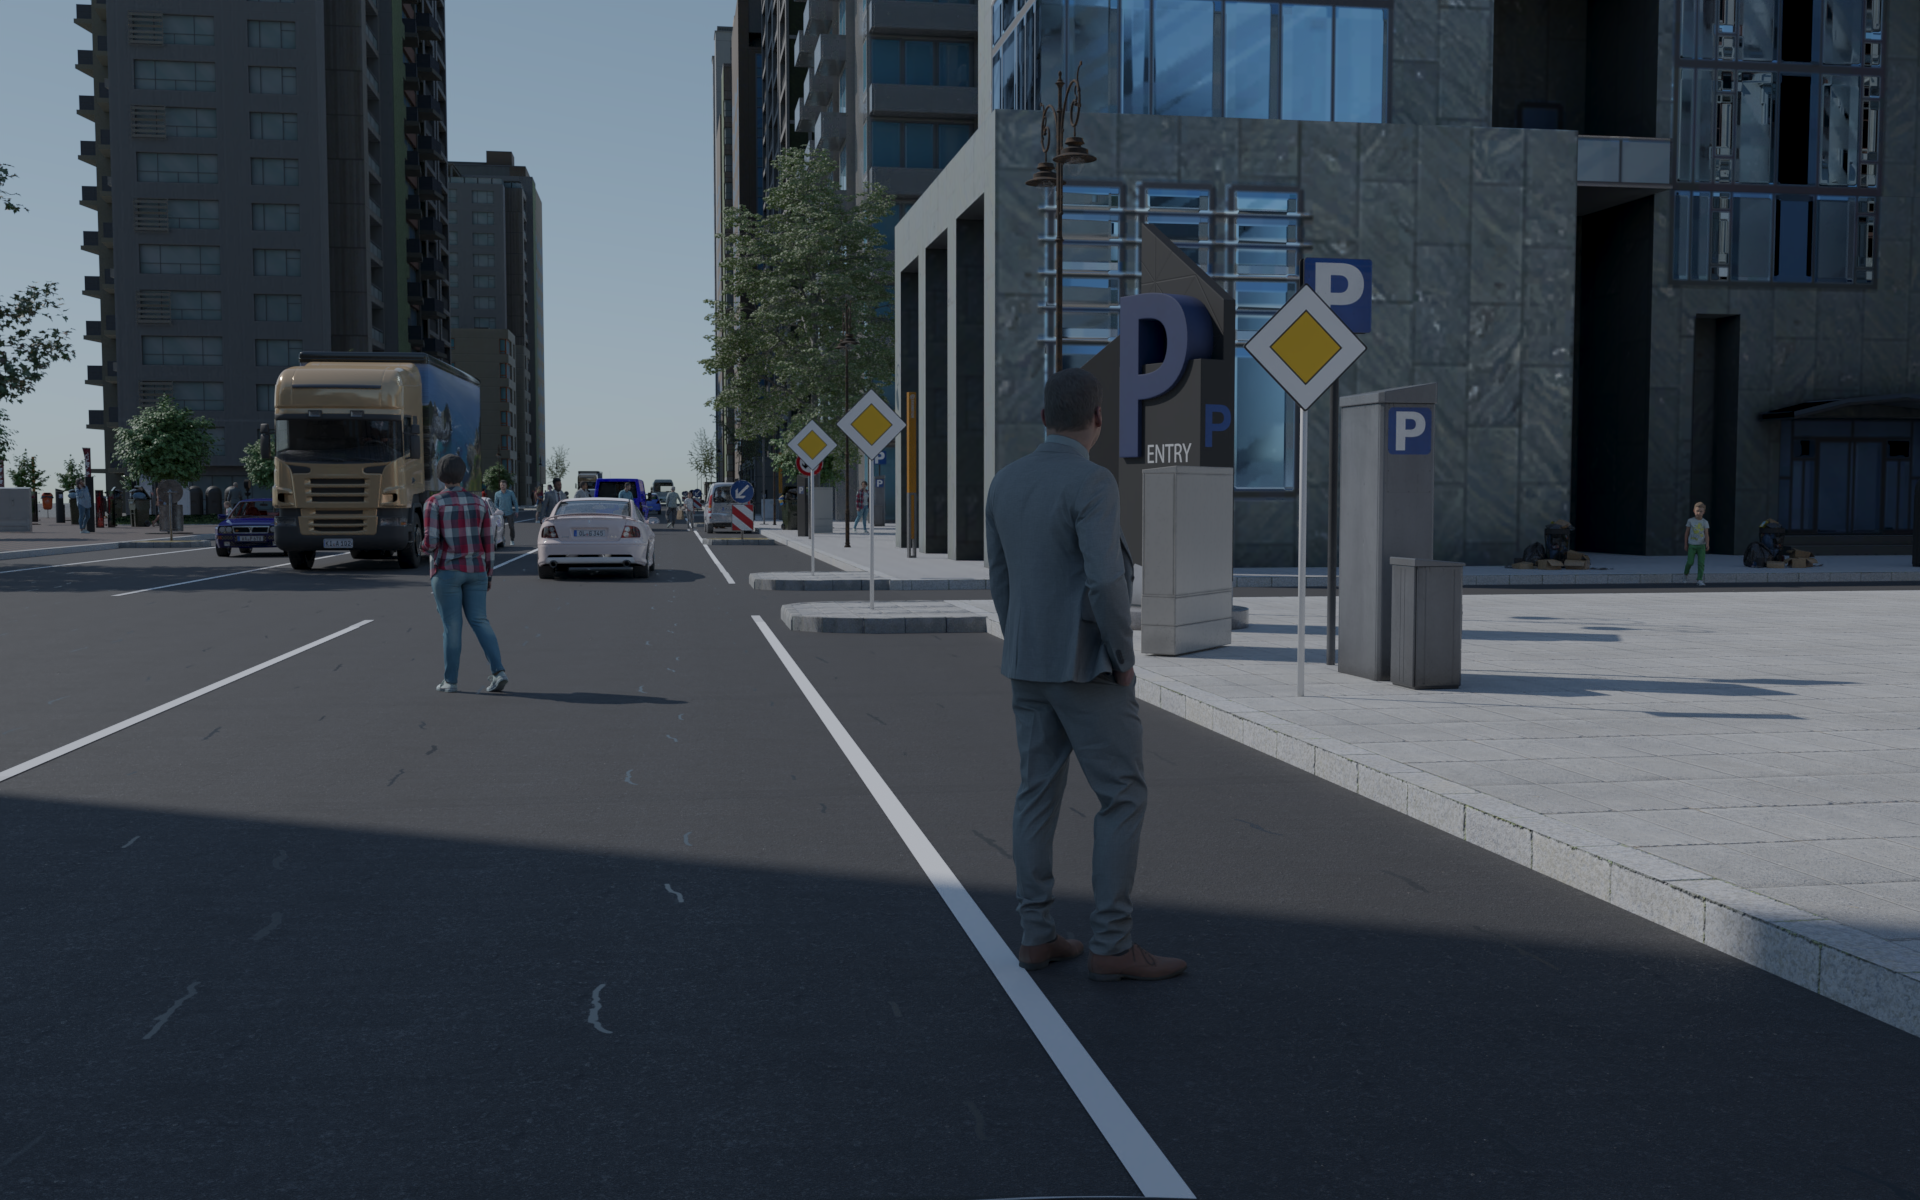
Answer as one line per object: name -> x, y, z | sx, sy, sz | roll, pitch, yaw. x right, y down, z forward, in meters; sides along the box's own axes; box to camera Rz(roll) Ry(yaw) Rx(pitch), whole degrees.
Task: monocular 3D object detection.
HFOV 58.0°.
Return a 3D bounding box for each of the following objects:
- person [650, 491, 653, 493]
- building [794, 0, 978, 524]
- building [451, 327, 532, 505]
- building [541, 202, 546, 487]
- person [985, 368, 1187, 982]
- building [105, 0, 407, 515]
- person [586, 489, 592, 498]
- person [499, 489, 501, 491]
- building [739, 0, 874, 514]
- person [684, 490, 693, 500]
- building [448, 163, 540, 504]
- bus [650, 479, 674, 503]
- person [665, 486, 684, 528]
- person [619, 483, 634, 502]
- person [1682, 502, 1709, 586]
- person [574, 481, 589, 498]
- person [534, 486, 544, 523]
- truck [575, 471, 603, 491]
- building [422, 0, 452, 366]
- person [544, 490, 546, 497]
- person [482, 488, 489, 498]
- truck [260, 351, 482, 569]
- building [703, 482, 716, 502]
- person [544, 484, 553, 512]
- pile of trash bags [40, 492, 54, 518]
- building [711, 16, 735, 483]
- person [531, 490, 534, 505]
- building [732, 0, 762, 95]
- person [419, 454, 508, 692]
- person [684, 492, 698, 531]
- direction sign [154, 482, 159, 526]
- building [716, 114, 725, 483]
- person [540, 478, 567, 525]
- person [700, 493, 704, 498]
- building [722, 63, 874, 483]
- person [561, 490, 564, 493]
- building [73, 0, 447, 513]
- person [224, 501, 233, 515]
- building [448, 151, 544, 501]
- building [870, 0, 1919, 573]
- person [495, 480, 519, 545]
person -> -27.330, -8.829, 153.515 | 0.621, 1.740, 0.551 | 0, 4, -2
building -> 3.284, -28.652, 88.065 | 23.786, 49.044, 30.456 | -1, 4, -10
building -> -63.291, -21.313, 193.510 | 27.650, 21.520, 28.899 | -1, 4, -10
building -> -66.020, -36.284, 243.348 | 14.600, 45.320, 14.200 | -1, 4, -10
person -> 0.330, 0.207, 5.209 | 0.635, 1.810, 0.391 | 3, 5, 45
building -> -41.272, -25.675, 103.376 | 14.154, 41.232, 14.086 | -1, 4, -10
person -> -22.558, -5.823, 104.522 | 0.721, 1.723, 1.217 | 1, 4, 23
person -> -32.908, -7.021, 123.736 | 0.568, 1.767, 0.683 | 0, 4, 1
building -> -7.181, -42.788, 137.829 | 20.563, 71.187, 20.611 | -1, 4, -10
person -> -22.415, -8.269, 144.412 | 1.217, 1.735, 0.721 | -2, 4, -25
building -> -60.285, -32.548, 215.748 | 14.154, 41.232, 14.086 | -1, 4, -10
bus -> -38.166, -13.906, 222.214 | 2.948, 3.499, 13.247 | -1, 4, -11
person -> -12.111, -3.948, 73.541 | 0.782, 1.767, 0.515 | -2, 4, -24
person -> -11.973, -3.291, 62.162 | 0.638, 1.841, 0.748 | -2, 4, -24
person -> 11.553, -0.884, 27.197 | 0.306, 1.304, 0.590 | 0, 4, -2
person -> -11.752, -2.772, 53.674 | 0.795, 1.843, 0.661 | 2, 4, 32
person -> -20.916, -4.742, 86.011 | 0.580, 1.828, 0.573 | 2, 4, 30
truck -> -45.251, -13.627, 211.711 | 2.839, 4.237, 11.283 | -1, 4, -8
building -> -52.767, -43.424, 148.236 | 20.563, 71.187, 20.611 | -1, 4, -10
person -> -55.492, -13.816, 231.940 | 0.705, 1.824, 1.348 | 1, 4, 20
person -> -45.396, -9.743, 165.271 | 1.348, 1.831, 0.705 | 3, 5, 43
truck -> -12.073, -2.910, 36.499 | 2.839, 4.237, 11.283 | 0, 4, -8
building -> -20.744, -34.098, 249.379 | 32.217, 40.220, 23.993 | -1, 4, -10
person -> -16.464, -3.739, 69.654 | 0.581, 1.822, 0.654 | 0, 4, 7
pile of trash bags -> -49.555, -4.972, 91.043 | 3.447, 1.369, 1.912 | -2, 4, -26
building -> -20.950, -41.613, 222.368 | 21.231, 58.520, 28.212 | -1, 4, -10
person -> -48.671, -11.655, 197.160 | 0.434, 1.755, 0.990 | -2, 4, -24
building -> -13.093, -30.895, 155.243 | 14.600, 45.320, 14.200 | -1, 4, -10
person -> -3.607, -0.194, 12.515 | 0.563, 1.720, 0.643 | -3, 5, -45
person -> -10.461, -3.431, 67.200 | 0.523, 1.515, 0.503 | 0, 4, 6
direction sign -> -32.241, -4.736, 69.436 | 0.876, 3.537, 0.379 | -2, 4, -25
building -> -20.976, -33.708, 201.242 | 14.600, 45.320, 14.200 | -1, 4, -10
person -> -8.903, -1.800, 38.202 | 0.850, 1.792, 0.678 | 3, 5, 43
person -> -34.904, -13.846, 233.132 | 1.217, 1.736, 0.721 | 3, 5, 40
building -> -16.103, -29.703, 169.236 | 14.154, 41.232, 14.086 | -1, 4, -10
person -> -17.028, -4.025, 74.159 | 0.795, 1.843, 0.661 | 0, 4, 6
building -> -49.217, -28.688, 123.673 | 22.147, 44.769, 28.867 | -1, 4, -10
person -> -22.071, -2.381, 52.447 | 0.382, 1.210, 0.505 | -3, 5, -44
building -> -63.725, -35.428, 229.360 | 14.600, 45.320, 14.200 | -1, 4, -10
building -> 14.024, -44.502, 40.284 | 31.000, 86.520, 22.319 | -1, 4, -10
person -> -12.655, -2.437, 48.369 | 0.660, 1.820, 0.620 | -1, 4, -10
